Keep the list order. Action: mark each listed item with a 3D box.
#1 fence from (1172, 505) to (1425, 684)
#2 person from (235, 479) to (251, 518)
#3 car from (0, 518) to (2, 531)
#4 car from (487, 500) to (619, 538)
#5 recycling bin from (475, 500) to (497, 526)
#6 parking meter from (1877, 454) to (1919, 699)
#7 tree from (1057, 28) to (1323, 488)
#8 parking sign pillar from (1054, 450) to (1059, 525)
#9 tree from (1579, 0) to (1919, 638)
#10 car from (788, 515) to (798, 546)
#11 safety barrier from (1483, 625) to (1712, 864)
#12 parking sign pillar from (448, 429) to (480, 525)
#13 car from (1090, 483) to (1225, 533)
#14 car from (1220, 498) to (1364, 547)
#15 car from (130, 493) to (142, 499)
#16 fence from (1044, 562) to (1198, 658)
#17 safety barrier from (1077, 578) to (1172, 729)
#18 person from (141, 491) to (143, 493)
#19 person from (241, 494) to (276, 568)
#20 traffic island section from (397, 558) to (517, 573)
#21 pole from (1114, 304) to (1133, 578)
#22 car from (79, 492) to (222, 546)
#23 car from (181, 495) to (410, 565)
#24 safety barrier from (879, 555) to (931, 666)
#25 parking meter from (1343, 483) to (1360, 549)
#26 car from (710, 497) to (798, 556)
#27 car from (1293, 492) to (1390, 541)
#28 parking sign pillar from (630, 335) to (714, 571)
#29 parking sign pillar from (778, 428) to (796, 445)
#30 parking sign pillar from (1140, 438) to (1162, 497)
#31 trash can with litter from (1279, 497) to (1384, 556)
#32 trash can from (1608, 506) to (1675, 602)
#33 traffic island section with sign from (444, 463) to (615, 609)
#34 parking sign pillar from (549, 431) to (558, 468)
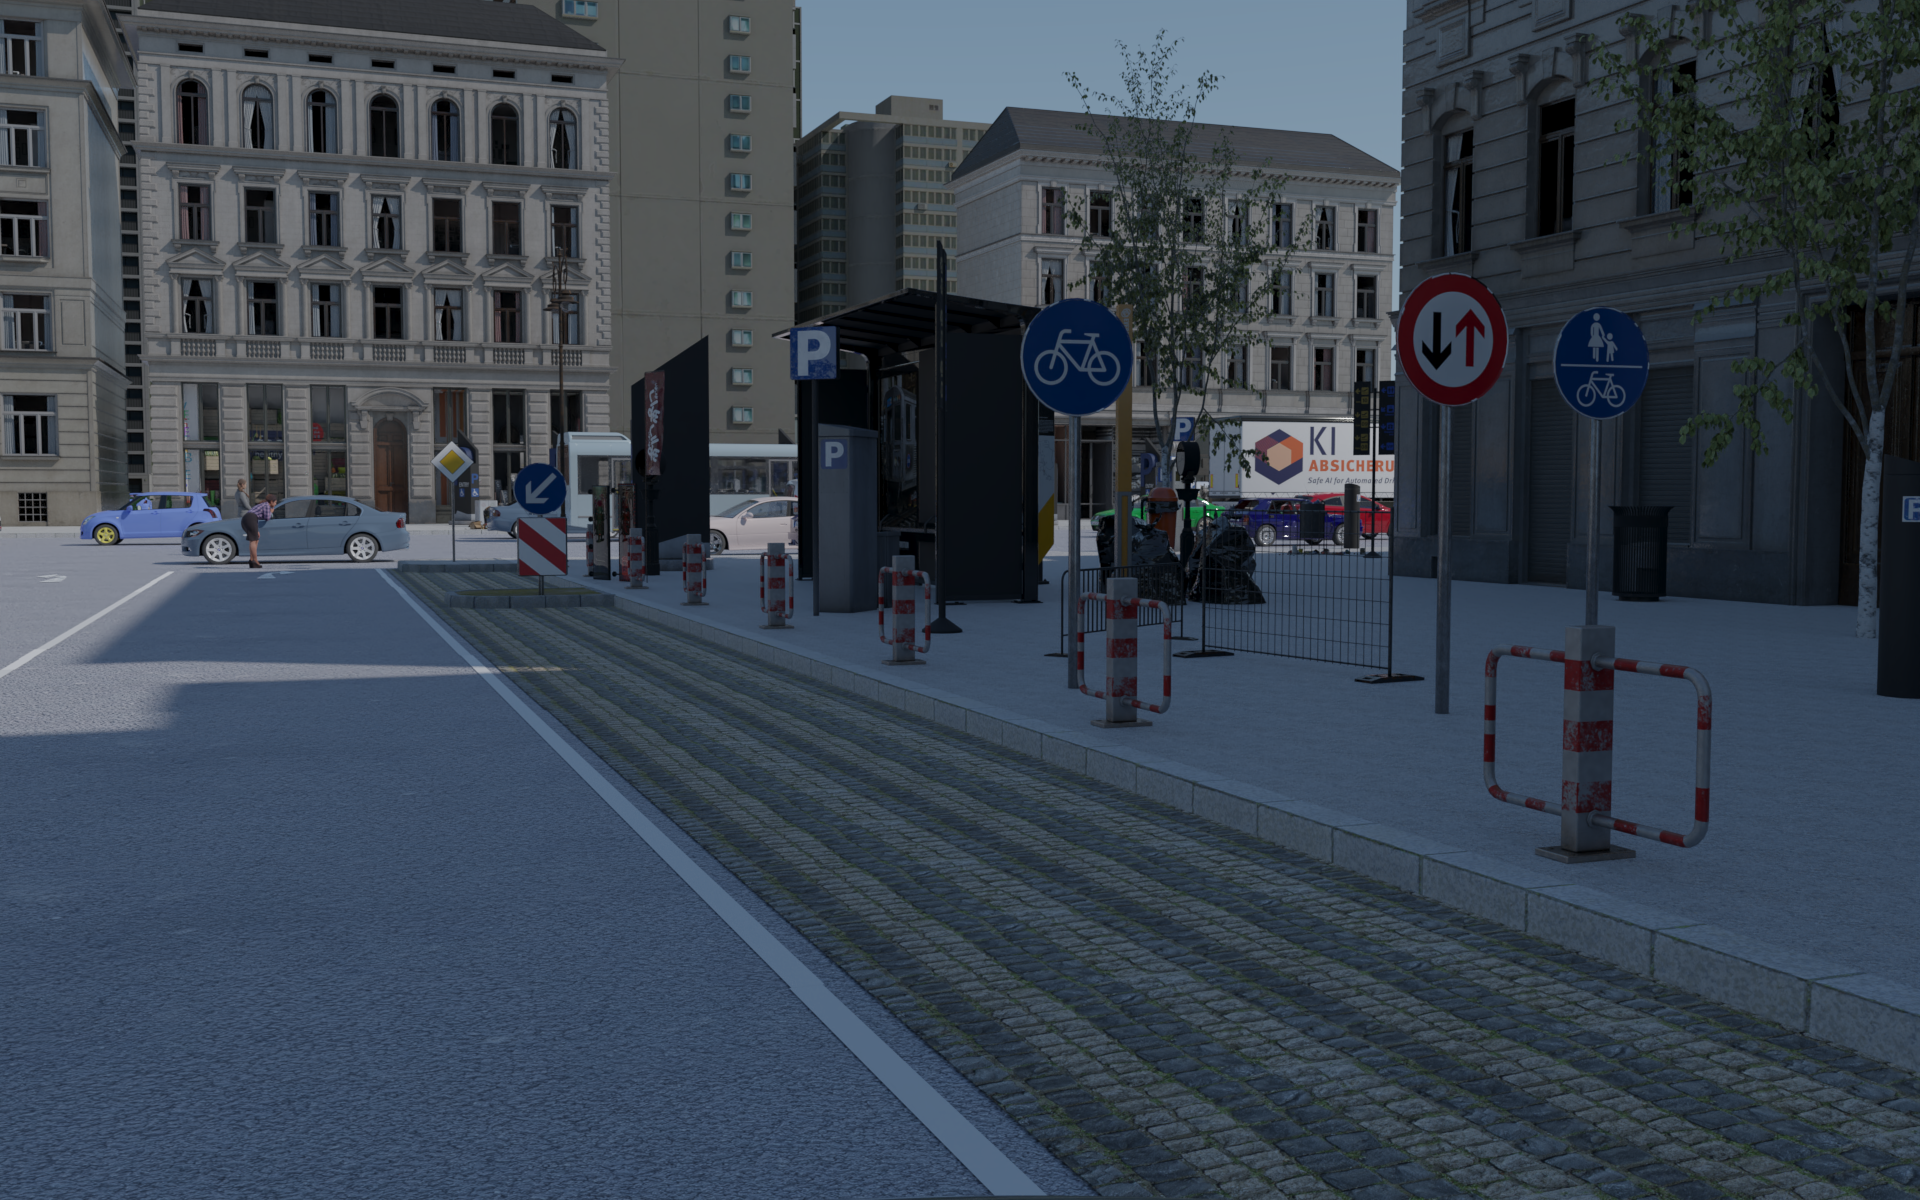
[{"bbox_3d":[2.437,-0.095,12.758,0.480,1.192,2.264,-2,4,-29],"label":"fence"},{"bbox_3d":[-16.792,-1.960,40.815,0.520,1.790,0.573,2,4,34],"label":"person"},{"bbox_3d":[-29.609,-2.408,48.037,5.304,1.827,2.281,-1,4,-20],"label":"car"},{"bbox_3d":[-13.028,-2.706,56.246,4.499,1.417,2.014,-1,4,-22],"label":"car"},{"bbox_3d":[-18.615,-3.394,68.047,0.722,1.027,0.722,-2,4,-29],"label":"recycling bin"},{"bbox_3d":[6.039,-0.156,10.969,0.372,1.533,0.369,0,3,0],"label":"parking meter"},{"bbox_3d":[3.426,-4.738,27.829,4.360,8.622,3.978,0,3,0],"label":"tree"},{"bbox_3d":[3.328,-5.053,71.087,1.447,3.967,1.447,-1,4,-22],"label":"parking sign pillar"},{"bbox_3d":[8.047,-3.980,15.440,4.737,8.622,4.395,0,3,0],"label":"tree"},{"bbox_3d":[-1.820,-1.602,38.772,3.894,1.354,1.945,-1,4,-19],"label":"car"},{"bbox_3d":[2.214,0.500,6.108,0.300,0.817,1.120,-1,4,-21],"label":"safety barrier"},{"bbox_3d":[-20.435,-5.086,71.625,1.447,3.967,1.447,3,5,41],"label":"parking sign pillar"},{"bbox_3d":[6.647,-3.017,58.130,4.718,1.807,1.959,-1,4,-21],"label":"car"},{"bbox_3d":[9.243,-2.185,48.297,3.894,1.354,1.945,-1,4,-21],"label":"car"},{"bbox_3d":[-58.845,-6.998,124.001,1.945,1.707,3.694,-1,4,-20],"label":"car"},{"bbox_3d":[1.380,0.057,14.441,0.278,0.683,2.069,3,4,36],"label":"fence"},{"bbox_3d":[0.895,0.287,9.578,0.300,0.817,1.120,-1,4,-21],"label":"safety barrier"},{"bbox_3d":[-89.872,-11.093,190.389,1.217,1.766,0.721,-1,4,-13],"label":"person"},{"bbox_3d":[-13.536,-1.329,33.461,0.421,1.427,0.697,3,5,41],"label":"person"},{"bbox_3d":[-9.560,-0.643,32.800,2.009,0.180,2.903,-1,4,-21],"label":"traffic island section"},{"bbox_3d":[1.772,-1.524,18.758,0.158,3.312,0.155,0,3,0],"label":"pole"},{"bbox_3d":[-22.869,-2.412,49.024,3.694,1.707,1.945,-1,4,-19],"label":"car"},{"bbox_3d":[-13.894,-1.488,36.328,4.499,1.417,2.014,-1,4,-20],"label":"car"},{"bbox_3d":[-0.424,0.075,13.046,0.300,0.817,1.120,-1,4,-21],"label":"safety barrier"},{"bbox_3d":[9.224,-1.978,40.759,0.372,1.533,0.369,0,3,0],"label":"parking meter"},{"bbox_3d":[-4.608,-1.725,40.565,4.827,1.381,2.083,-1,4,-22],"label":"car"},{"bbox_3d":[12.207,-2.785,54.571,4.494,1.783,2.155,-1,4,-19],"label":"car"},{"bbox_3d":[-4.916,-2.501,29.361,1.447,3.967,1.447,-1,4,-14],"label":"parking sign pillar"},{"bbox_3d":[-7.115,-5.248,74.284,1.447,3.967,1.447,-3,5,-43],"label":"parking sign pillar"},{"bbox_3d":[9.075,-5.728,82.132,1.447,3.967,1.447,-2,4,-26],"label":"parking sign pillar"},{"bbox_3d":[7.866,-1.568,36.688,2.233,1.210,1.678,1,4,8],"label":"trash can with litter"},{"bbox_3d":[8.167,-0.559,20.799,0.748,1.137,0.748,0,3,0],"label":"trash can"},{"bbox_3d":[-5.646,-0.848,22.498,1.989,1.847,2.006,-1,4,-21],"label":"traffic island section with sign"},{"bbox_3d":[-16.804,-5.200,73.486,1.447,3.967,1.447,2,4,27],"label":"parking sign pillar"}]
